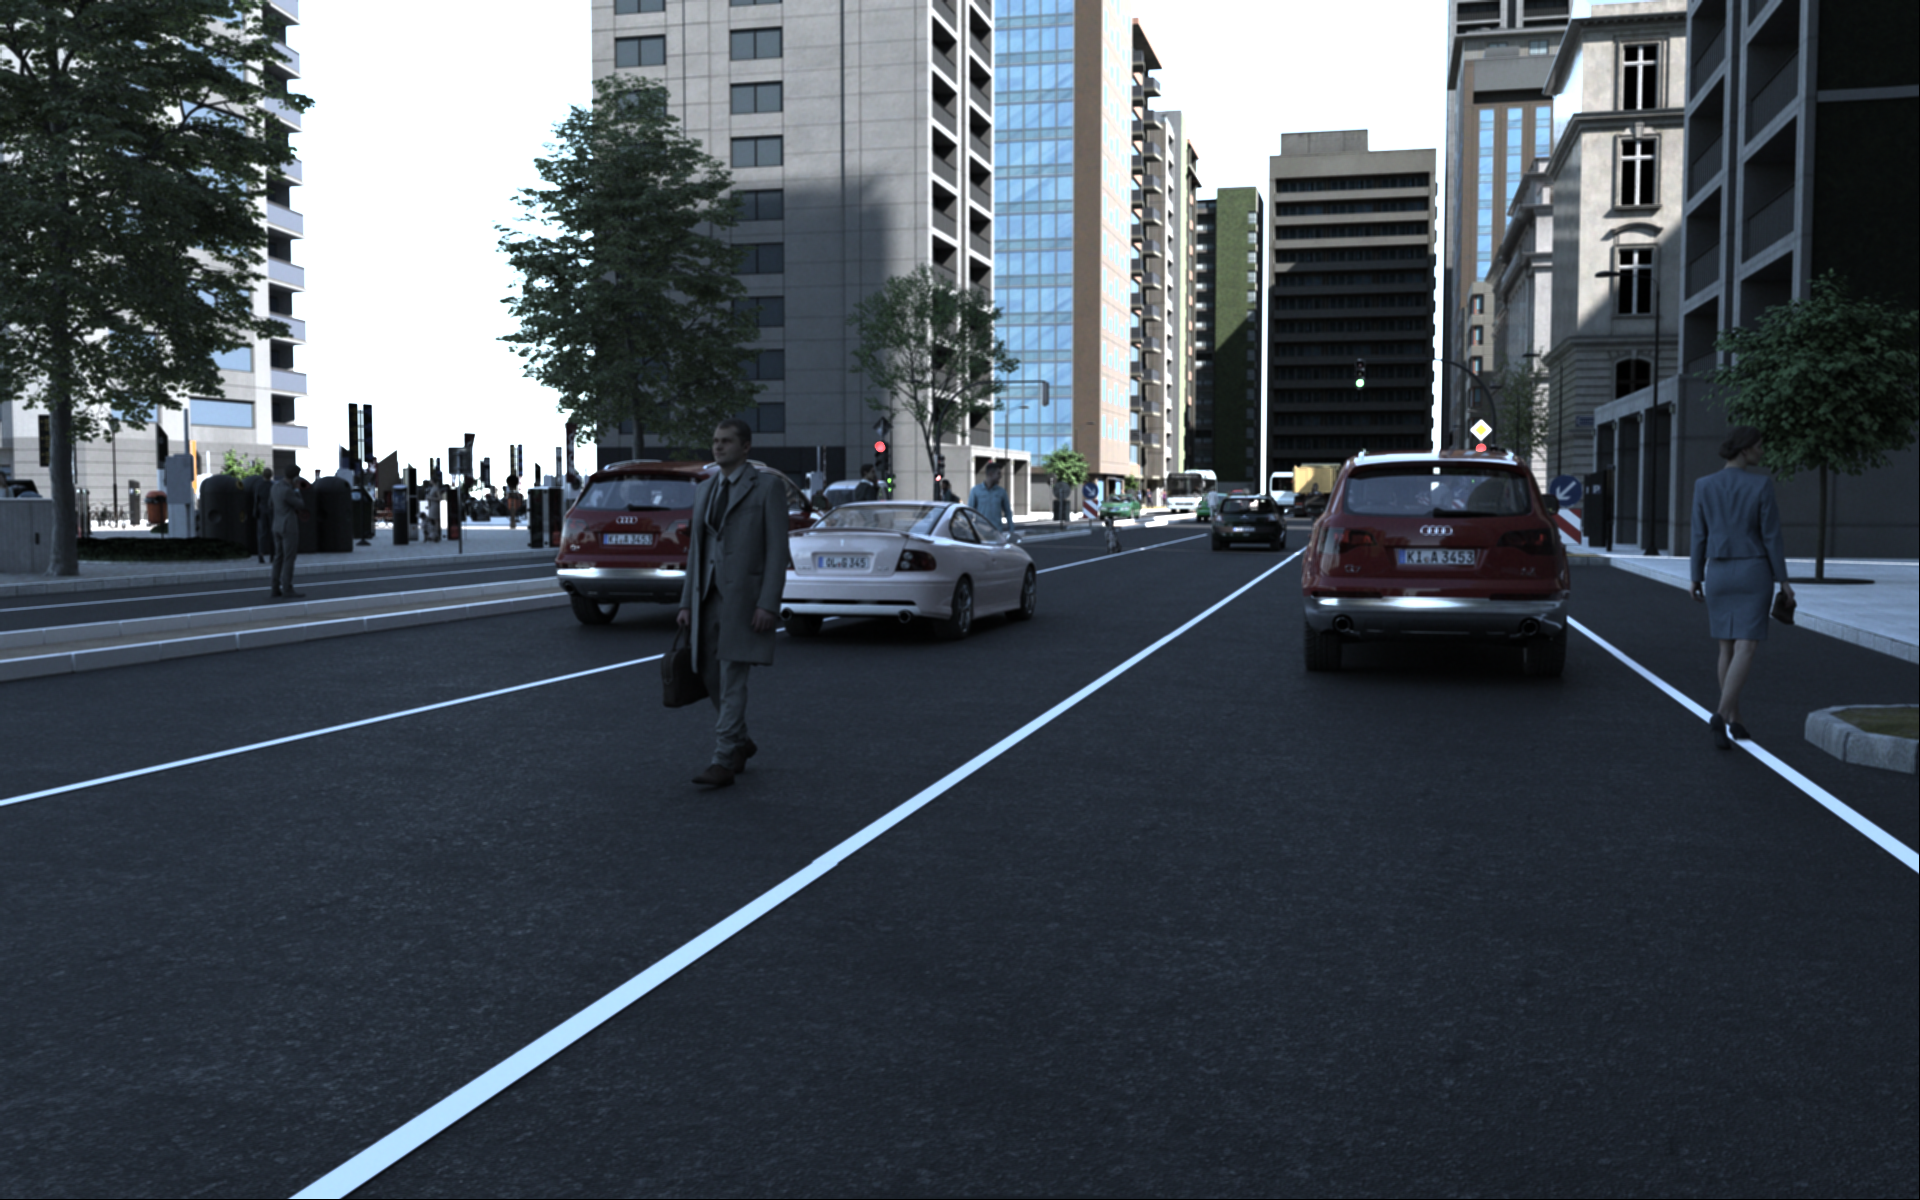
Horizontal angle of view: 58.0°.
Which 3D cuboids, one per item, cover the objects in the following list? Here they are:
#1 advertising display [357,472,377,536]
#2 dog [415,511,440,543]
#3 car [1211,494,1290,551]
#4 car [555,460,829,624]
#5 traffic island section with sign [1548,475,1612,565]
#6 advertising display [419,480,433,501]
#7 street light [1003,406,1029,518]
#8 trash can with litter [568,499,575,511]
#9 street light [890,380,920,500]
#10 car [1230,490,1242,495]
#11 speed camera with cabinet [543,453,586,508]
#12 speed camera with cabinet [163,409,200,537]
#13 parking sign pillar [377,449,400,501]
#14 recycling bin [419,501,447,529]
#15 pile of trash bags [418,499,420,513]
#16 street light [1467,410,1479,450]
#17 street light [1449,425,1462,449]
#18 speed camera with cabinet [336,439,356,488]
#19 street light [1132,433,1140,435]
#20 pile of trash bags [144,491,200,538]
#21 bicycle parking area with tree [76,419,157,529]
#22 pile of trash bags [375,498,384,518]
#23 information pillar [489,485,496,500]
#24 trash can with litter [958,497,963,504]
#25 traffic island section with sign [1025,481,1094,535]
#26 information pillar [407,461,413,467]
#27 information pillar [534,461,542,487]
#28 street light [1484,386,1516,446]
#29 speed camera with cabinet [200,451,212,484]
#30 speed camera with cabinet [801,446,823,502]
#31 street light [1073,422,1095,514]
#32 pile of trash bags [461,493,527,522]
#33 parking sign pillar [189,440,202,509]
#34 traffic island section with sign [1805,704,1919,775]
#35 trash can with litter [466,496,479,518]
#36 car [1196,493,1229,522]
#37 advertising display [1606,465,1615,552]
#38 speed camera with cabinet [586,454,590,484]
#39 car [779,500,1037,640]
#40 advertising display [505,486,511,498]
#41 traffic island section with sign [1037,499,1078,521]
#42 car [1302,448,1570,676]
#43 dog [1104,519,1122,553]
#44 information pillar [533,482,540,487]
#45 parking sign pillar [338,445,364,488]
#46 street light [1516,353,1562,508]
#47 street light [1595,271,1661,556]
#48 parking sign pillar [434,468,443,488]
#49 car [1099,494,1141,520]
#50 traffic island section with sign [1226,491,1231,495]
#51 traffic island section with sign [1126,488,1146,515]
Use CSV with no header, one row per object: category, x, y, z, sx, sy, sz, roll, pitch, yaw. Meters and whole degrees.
advertising display,-17.850,-2.871,52.156,0.123,1.923,0.974,0,4,6
dog,-14.035,-1.933,45.979,0.800,0.831,0.513,3,5,45
car,7.523,-2.149,44.923,2.009,1.686,4.222,1,4,13
car,-2.847,-0.716,20.383,2.281,1.827,5.304,1,4,13
traffic island section with sign,12.377,-1.672,35.957,1.989,1.847,2.006,1,4,14
advertising display,-24.050,-4.470,78.292,0.123,1.923,0.974,0,4,5
street light,2.969,-7.285,91.655,1.470,5.913,1.316,1,4,14
trash can with litter,-20.561,-4.979,92.470,2.233,1.210,1.678,3,4,39
street light,-2.286,-5.995,70.555,1.470,5.913,1.316,1,4,14
car,26.591,-9.543,164.700,2.281,1.827,5.304,1,4,12
speed camera with cabinet,-17.724,-5.041,76.755,0.660,3.252,2.038,2,4,35
speed camera with cabinet,-18.346,-2.837,40.722,0.660,3.252,2.038,-1,4,-23
parking sign pillar,-34.060,-7.018,103.221,1.447,3.967,1.447,0,4,5
recycling bin,-19.659,-3.186,64.648,0.722,1.027,0.722,2,4,29
pile of trash bags,-31.695,-5.507,99.797,3.447,1.369,1.912,3,5,41
street light,28.704,-7.536,95.755,1.470,5.913,1.316,1,4,14
street light,34.008,-8.844,117.147,1.470,5.913,1.316,1,4,14
speed camera with cabinet,-22.024,-4.144,62.088,0.660,3.252,2.038,-1,4,-18
street light,13.093,-9.812,132.968,1.470,5.913,1.316,1,4,14
pile of trash bags,-21.227,-2.389,48.811,1.912,1.369,3.447,3,4,39
bicycle parking area with tree,-34.846,-4.798,65.445,8.231,4.147,9.016,0,4,-1
pile of trash bags,-30.320,-4.852,89.087,3.447,1.369,1.912,-2,4,-29
information pillar,-39.532,-8.714,146.963,0.304,2.012,0.304,-2,4,-34
trash can with litter,-0.270,-4.453,84.198,0.624,1.170,1.055,1,4,12
traffic island section with sign,3.485,-3.258,61.397,2.006,1.907,1.989,1,4,14
information pillar,-38.846,-8.018,122.451,0.504,3.616,0.183,1,4,22
information pillar,-29.510,-7.934,121.071,0.504,3.616,0.183,-1,4,-22
street light,23.333,-6.221,74.259,1.470,5.913,1.316,1,4,14
speed camera with cabinet,-35.270,-5.303,81.039,0.660,3.252,2.038,-1,4,-17
speed camera with cabinet,-6.273,-4.777,72.432,0.660,3.252,2.038,-1,4,-21
street light,8.057,-8.548,112.305,1.470,5.913,1.316,1,4,14
pile of trash bags,-22.460,-4.394,81.598,3.447,1.369,1.912,0,4,-3
parking sign pillar,-37.701,-5.904,84.997,1.447,3.967,1.447,3,5,42
traffic island section with sign,5.806,-0.049,9.430,1.989,1.847,2.006,1,4,14
trash can with litter,-25.766,-4.947,92.267,0.624,1.170,1.055,1,4,22
car,13.292,-4.936,89.503,1.959,1.807,4.718,1,4,15
advertising display,14.595,-2.058,38.858,0.123,1.923,0.974,2,4,23
speed camera with cabinet,-17.822,-5.489,84.085,0.660,3.252,2.038,-1,4,-22
car,-0.473,-0.380,18.569,2.083,1.381,4.827,1,4,16
advertising display,-33.953,-7.672,130.658,0.123,1.923,0.974,1,4,22
traffic island section with sign,5.376,-5.247,94.417,1.989,1.847,2.006,1,4,14
car,4.157,-0.408,15.342,2.281,1.827,5.304,1,4,14
dog,3.683,-1.553,42.222,0.513,0.831,0.800,1,4,17
information pillar,-26.703,-6.409,109.272,0.304,2.012,0.304,2,4,24
parking sign pillar,-32.357,-6.339,92.114,1.447,3.967,1.447,3,5,39
street light,19.222,-5.175,57.148,1.470,5.913,1.316,1,4,14
street light,13.922,-3.889,36.127,1.470,5.913,1.316,1,4,14
parking sign pillar,-43.974,-9.625,145.841,1.447,3.967,1.447,-3,5,-40
car,8.907,-5.159,96.148,2.131,1.459,4.920,1,4,14
traffic island section with sign,30.327,-11.420,195.345,1.989,1.847,2.006,1,4,14
traffic island section with sign,11.924,-6.866,120.883,1.989,1.847,2.006,1,4,14
